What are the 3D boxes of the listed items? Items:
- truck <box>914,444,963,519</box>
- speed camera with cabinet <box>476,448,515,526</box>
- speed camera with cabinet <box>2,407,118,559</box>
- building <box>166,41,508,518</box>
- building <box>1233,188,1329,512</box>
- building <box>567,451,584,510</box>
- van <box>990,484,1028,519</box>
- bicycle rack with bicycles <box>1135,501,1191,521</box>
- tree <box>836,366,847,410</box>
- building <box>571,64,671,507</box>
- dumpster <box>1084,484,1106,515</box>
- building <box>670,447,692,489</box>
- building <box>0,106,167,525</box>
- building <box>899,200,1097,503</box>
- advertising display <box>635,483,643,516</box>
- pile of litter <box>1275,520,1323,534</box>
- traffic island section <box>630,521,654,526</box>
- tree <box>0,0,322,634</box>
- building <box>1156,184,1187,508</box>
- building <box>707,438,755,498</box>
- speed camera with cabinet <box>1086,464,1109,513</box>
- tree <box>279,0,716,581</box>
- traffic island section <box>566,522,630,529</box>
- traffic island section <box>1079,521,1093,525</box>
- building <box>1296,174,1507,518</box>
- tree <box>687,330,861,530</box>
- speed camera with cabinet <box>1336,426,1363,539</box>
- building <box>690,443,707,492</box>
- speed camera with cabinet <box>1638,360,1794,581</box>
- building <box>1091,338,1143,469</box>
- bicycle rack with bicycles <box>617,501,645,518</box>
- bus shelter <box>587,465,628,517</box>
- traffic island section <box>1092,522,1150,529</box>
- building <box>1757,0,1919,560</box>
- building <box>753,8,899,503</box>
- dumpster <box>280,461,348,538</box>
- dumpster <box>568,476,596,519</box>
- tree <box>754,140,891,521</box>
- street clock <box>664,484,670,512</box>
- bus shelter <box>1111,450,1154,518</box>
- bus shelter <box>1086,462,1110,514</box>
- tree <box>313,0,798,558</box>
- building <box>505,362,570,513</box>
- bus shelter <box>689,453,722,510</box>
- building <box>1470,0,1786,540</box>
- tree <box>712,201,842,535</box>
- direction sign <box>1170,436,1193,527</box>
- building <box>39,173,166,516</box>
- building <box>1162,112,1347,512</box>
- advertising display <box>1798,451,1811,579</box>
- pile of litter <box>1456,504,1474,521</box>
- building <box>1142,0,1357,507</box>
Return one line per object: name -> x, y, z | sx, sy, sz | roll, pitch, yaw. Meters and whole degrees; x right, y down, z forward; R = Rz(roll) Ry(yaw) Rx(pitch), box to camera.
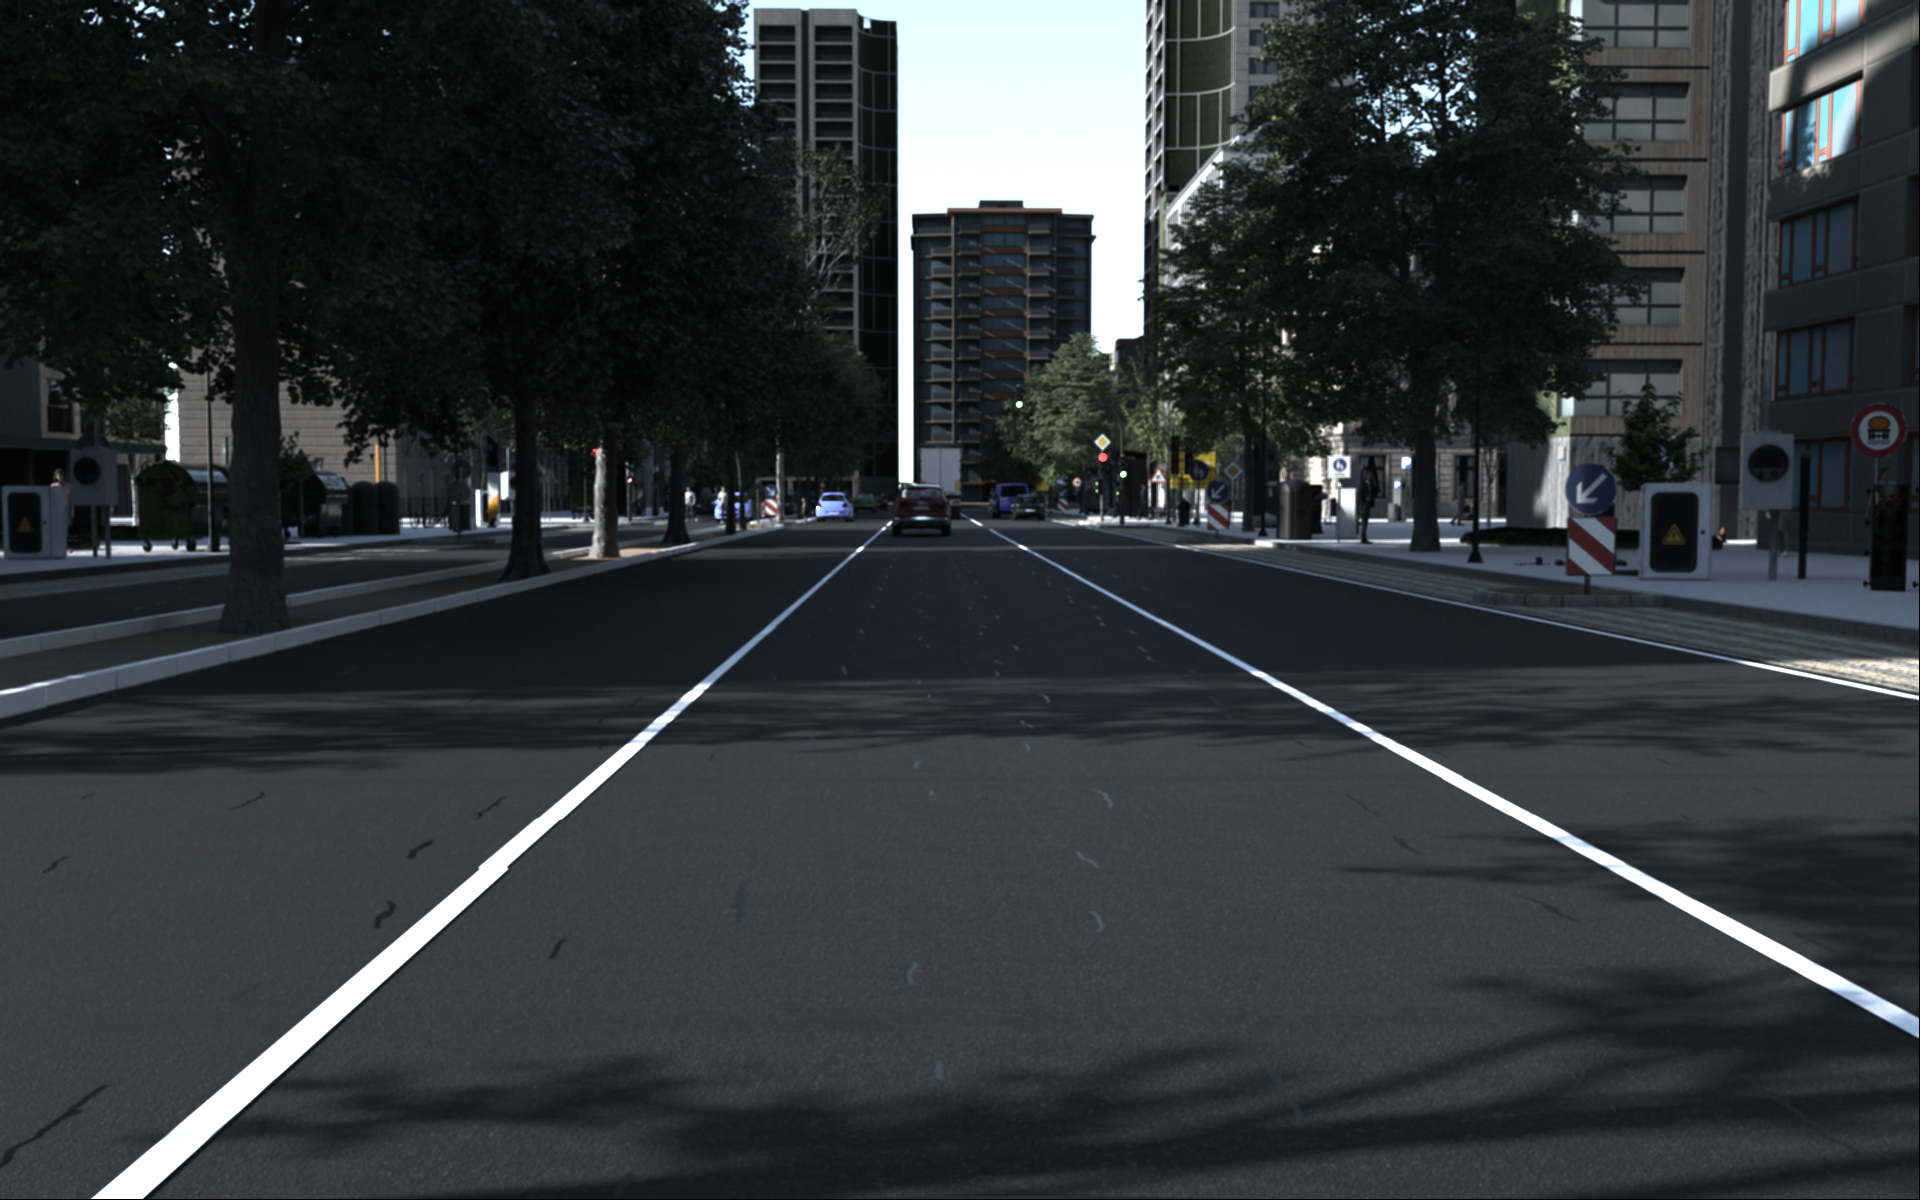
truck -> -1.265, -6.959, 102.692 | 2.839, 4.237, 11.283 | 0, 4, -2
speed camera with cabinet -> -18.966, -4.687, 70.968 | 0.660, 3.252, 2.038 | 3, 5, 41
speed camera with cabinet -> -17.777, -2.437, 34.187 | 2.038, 3.252, 0.660 | 0, 4, 1
building -> -35.584, -18.674, 102.579 | 12.463, 27.353, 25.104 | 0, 4, -1
building -> 25.340, -17.109, 115.886 | 11.583, 22.565, 21.152 | 0, 4, -1
building -> -36.313, -19.165, 143.028 | 12.332, 23.373, 15.834 | 0, 4, -1
van -> 2.986, -6.043, 103.187 | 2.240, 2.365, 5.245 | 0, 4, -3
bicycle rack with bicycles -> 9.735, -4.316, 83.950 | 2.925, 0.926, 2.852 | -2, 4, -27
tree -> -8.182, -7.970, 49.776 | 9.611, 12.733, 9.660 | 0, 3, 0
building -> -40.965, -38.311, 168.383 | 21.231, 58.520, 28.212 | 0, 4, -1
dumpster -> 8.196, -6.066, 104.934 | 1.264, 1.857, 1.865 | 0, 4, -1
building -> -37.645, -31.013, 190.649 | 14.154, 41.232, 14.086 | 0, 4, -1
building -> -42.298, -24.131, 49.163 | 28.867, 44.769, 22.147 | 0, 4, -1
building -> 5.385, -37.057, 260.503 | 28.867, 44.769, 22.147 | 0, 4, -1
advertising display -> -18.782, -5.878, 101.314 | 0.123, 1.923, 0.974 | 1, 4, 12
pile of litter -> 10.995, -2.572, 56.015 | 1.719, 0.858, 1.176 | 0, 4, -4
traffic island section -> -15.303, -3.540, 80.168 | 2.009, 0.180, 2.903 | 0, 4, -1
tree -> -7.336, -6.639, 17.659 | 9.857, 13.997, 8.962 | 0, 3, 0
building -> 25.473, -23.988, 163.907 | 14.160, 30.474, 14.107 | 0, 4, -1
building -> -44.591, -36.965, 258.996 | 28.867, 44.769, 22.147 | 0, 4, -1
speed camera with cabinet -> 9.377, -7.383, 115.053 | 2.038, 3.252, 0.660 | -1, 4, -20
tree -> -7.191, -6.670, 28.517 | 9.611, 12.733, 9.660 | 0, 3, 0
traffic island section -> -15.134, -3.052, 72.184 | 2.009, 0.180, 2.903 | 0, 4, -1
traffic island section -> 6.634, -3.568, 80.623 | 2.009, 0.180, 2.903 | 0, 4, -1
building -> 29.176, -14.177, 96.414 | 19.286, 19.102, 10.561 | 0, 4, -1
tree -> -8.597, -8.073, 68.863 | 8.767, 10.594, 7.601 | 0, 4, -1
speed camera with cabinet -> 11.268, -3.405, 50.010 | 0.660, 3.252, 2.038 | 1, 4, 18
building -> -41.976, -47.098, 208.306 | 20.611, 71.187, 20.563 | 0, 4, -1
speed camera with cabinet -> 11.188, -1.915, 25.652 | 2.038, 3.252, 0.660 | 1, 4, 19
building -> 31.026, -22.124, 206.760 | 27.650, 21.520, 28.899 | 0, 4, -1
bicycle rack with bicycles -> -18.754, -4.969, 94.627 | 2.852, 0.926, 2.925 | -2, 4, -29
bus shelter -> -20.457, -6.761, 101.818 | 1.731, 3.624, 6.357 | 0, 4, -1
traffic island section -> 6.802, -3.080, 72.640 | 2.009, 0.180, 2.903 | 0, 4, -1
building -> 32.591, -11.029, 25.366 | 27.650, 21.520, 28.899 | 0, 4, -1
building -> -19.538, -50.180, 258.692 | 20.611, 71.187, 20.563 | 0, 4, -1
dumpster -> -18.997, -2.951, 50.743 | 1.502, 2.255, 1.985 | 0, 4, -1
dumpster -> -19.007, -5.226, 87.935 | 1.502, 2.255, 1.985 | 0, 4, -1
tree -> -10.161, -13.946, 86.362 | 12.611, 20.169, 13.585 | 0, 3, 0
street clock -> -20.718, -7.191, 122.138 | 0.471, 2.002, 0.358 | 2, 4, 34
bus shelter -> 9.512, -6.387, 95.711 | 1.731, 3.624, 6.357 | 0, 4, -1
bus shelter -> 9.288, -7.157, 110.943 | 2.014, 3.302, 5.546 | 0, 4, -1
tree -> -7.950, -7.906, 38.373 | 9.857, 13.997, 8.962 | 0, 3, 0
building -> -35.071, -18.123, 125.193 | 11.050, 23.489, 19.941 | 0, 4, -1
bus shelter -> -20.534, -9.934, 140.054 | 2.179, 5.291, 8.768 | 0, 4, -1
building -> 23.820, -22.656, 54.023 | 14.154, 41.232, 14.086 | 0, 4, -1
tree -> -7.868, -8.047, 59.778 | 9.928, 11.665, 9.643 | 0, 3, 0
direction sign -> 8.706, -4.646, 67.958 | 0.876, 3.537, 0.379 | 1, 4, 18
building -> -67.111, -18.028, 99.273 | 34.151, 26.468, 19.350 | 0, 4, -1
building -> 24.094, -22.238, 141.077 | 11.434, 29.767, 29.804 | 0, 4, -1
advertising display -> 12.903, -1.301, 26.479 | 0.123, 1.923, 0.974 | 2, 4, 27
pile of litter -> 23.972, -4.153, 81.863 | 1.176, 0.858, 1.719 | 2, 4, 34
building -> 28.421, -45.370, 180.056 | 20.563, 71.187, 20.611 | 0, 4, -1
